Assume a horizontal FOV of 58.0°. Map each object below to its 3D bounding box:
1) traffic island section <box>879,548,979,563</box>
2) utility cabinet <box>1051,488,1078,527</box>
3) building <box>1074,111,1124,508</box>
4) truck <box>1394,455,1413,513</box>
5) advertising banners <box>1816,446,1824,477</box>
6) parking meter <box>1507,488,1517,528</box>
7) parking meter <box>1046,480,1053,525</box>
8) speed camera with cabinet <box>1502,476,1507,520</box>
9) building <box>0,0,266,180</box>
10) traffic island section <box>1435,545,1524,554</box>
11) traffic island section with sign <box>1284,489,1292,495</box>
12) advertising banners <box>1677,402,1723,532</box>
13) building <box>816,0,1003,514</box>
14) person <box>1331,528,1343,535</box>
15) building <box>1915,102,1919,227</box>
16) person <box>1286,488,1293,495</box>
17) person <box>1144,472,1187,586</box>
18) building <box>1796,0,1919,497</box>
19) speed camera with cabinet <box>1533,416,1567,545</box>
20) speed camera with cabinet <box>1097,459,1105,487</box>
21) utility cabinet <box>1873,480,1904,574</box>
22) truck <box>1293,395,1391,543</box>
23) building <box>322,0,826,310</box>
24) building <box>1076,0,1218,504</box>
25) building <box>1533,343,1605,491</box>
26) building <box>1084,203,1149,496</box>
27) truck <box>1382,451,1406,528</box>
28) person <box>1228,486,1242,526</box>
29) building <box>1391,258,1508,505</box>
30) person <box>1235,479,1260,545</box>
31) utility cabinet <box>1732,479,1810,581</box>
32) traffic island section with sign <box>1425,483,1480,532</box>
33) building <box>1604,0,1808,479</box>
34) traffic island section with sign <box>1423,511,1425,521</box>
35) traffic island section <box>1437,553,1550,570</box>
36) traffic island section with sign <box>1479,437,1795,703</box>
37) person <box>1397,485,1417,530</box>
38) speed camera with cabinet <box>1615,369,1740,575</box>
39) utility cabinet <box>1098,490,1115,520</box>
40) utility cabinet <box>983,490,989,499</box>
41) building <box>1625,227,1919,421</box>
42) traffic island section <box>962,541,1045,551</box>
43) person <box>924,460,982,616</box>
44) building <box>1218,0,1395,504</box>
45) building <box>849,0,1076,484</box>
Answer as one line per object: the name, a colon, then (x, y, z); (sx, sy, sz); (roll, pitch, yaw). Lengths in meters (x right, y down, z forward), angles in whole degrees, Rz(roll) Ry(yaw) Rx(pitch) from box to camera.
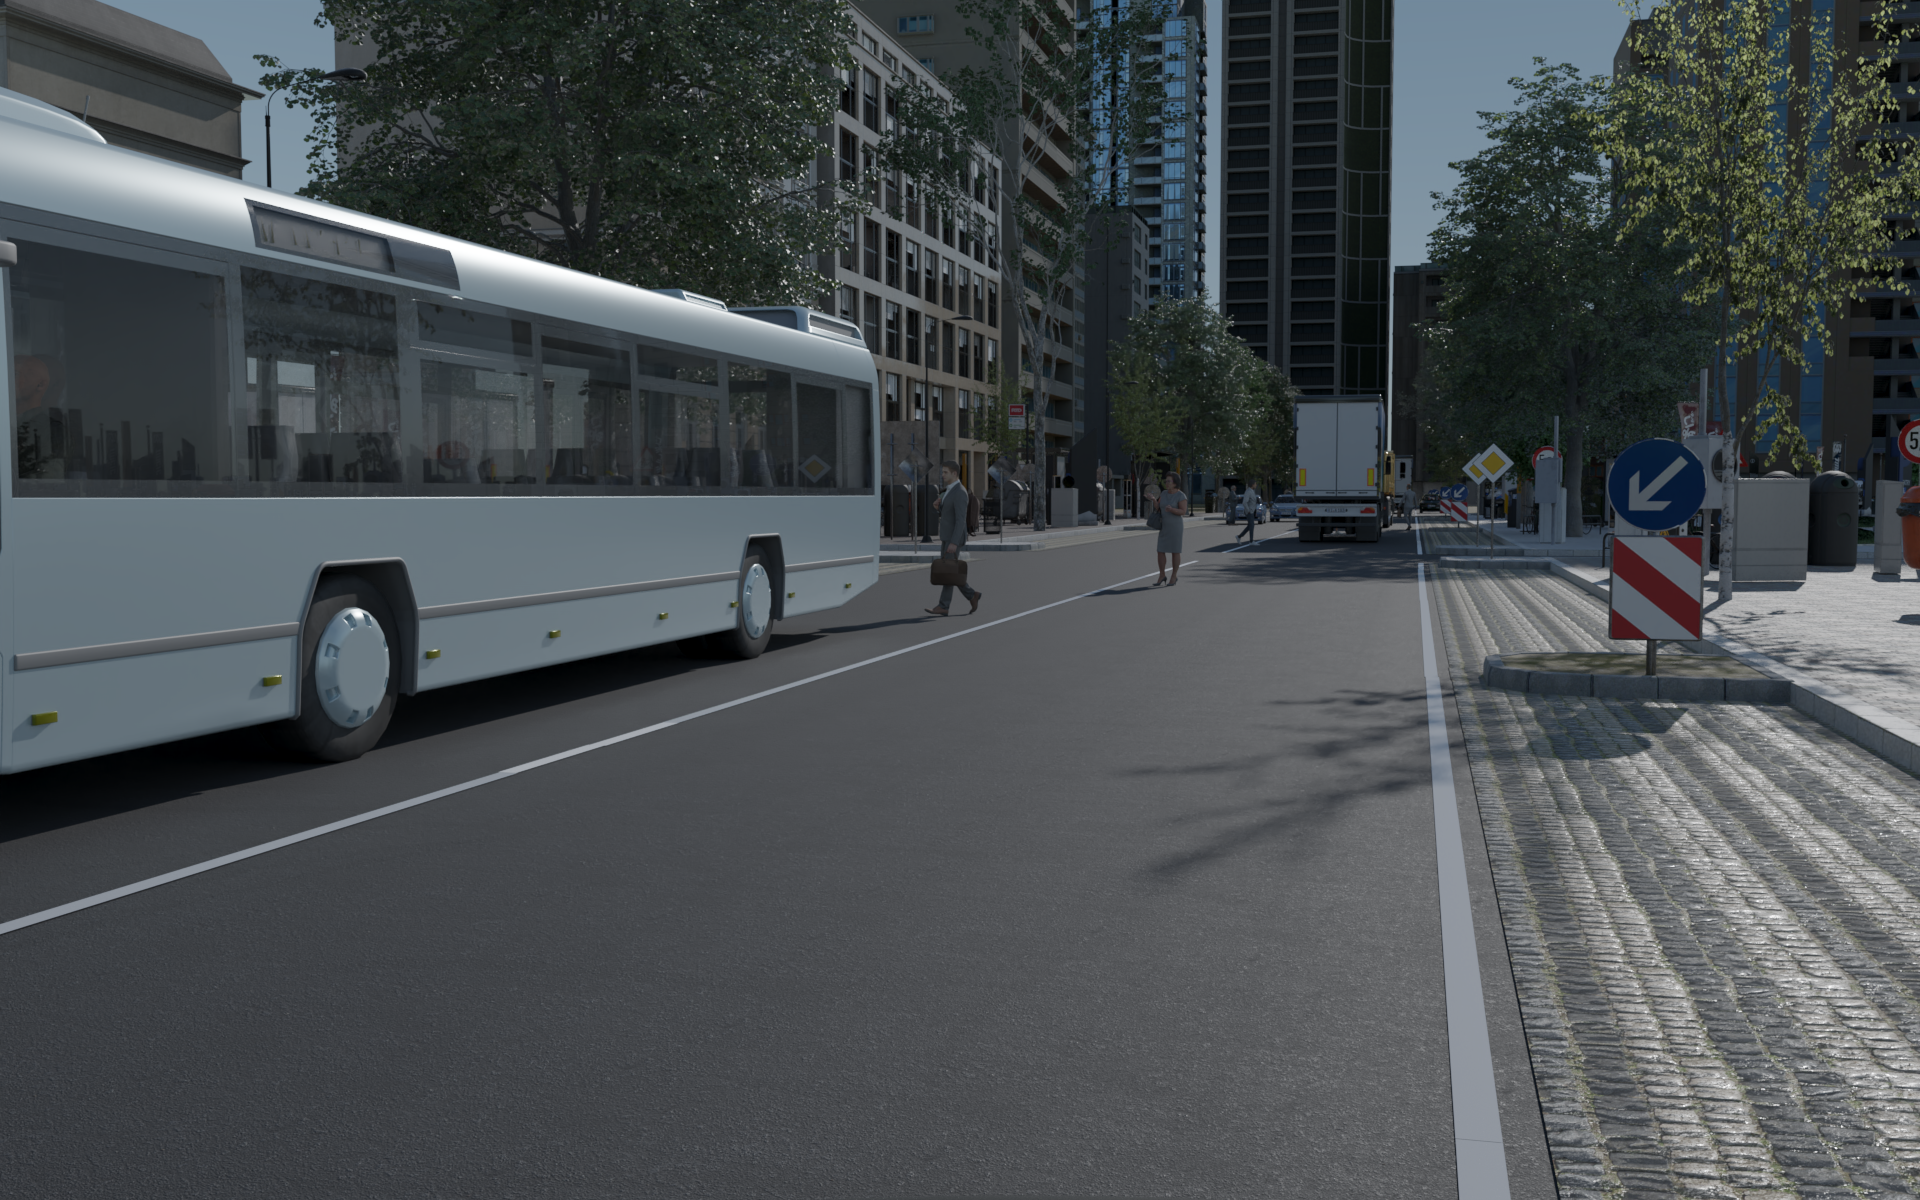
traffic island section: (-0.973, -0.915, 37.246); (2.009, 0.180, 2.903); (1, 4, 15)
utility cabinet: (4.017, -3.530, 66.387); (0.318, 1.500, 1.173); (-3, 5, -41)
building: (-1.789, -28.526, 158.283); (32.217, 40.220, 23.993); (1, 4, 15)
truck: (32.993, -8.719, 131.463); (2.839, 4.237, 11.283); (1, 4, 14)
advertising banners: (30.938, -4.097, 63.168); (2.074, 3.025, 0.090); (-2, 4, -35)
parking meter: (21.037, -3.518, 65.931); (0.372, 1.533, 0.369); (0, 3, 0)
parking meter: (3.746, -4.028, 71.571); (0.255, 1.863, 0.399); (-1, 4, -16)
speed camera with cabinet: (27.393, -5.488, 84.067); (2.038, 3.252, 0.660); (1, 4, 10)
building: (-50.360, -15.144, 80.890); (30.059, 22.955, 16.112); (1, 4, 15)
traffic island section: (12.555, -1.204, 41.962); (2.009, 0.180, 2.903); (1, 4, 15)
traffic island section with sign: (27.221, -8.249, 143.495); (1.989, 1.847, 2.006); (1, 4, 15)
advertising banners: (14.572, -2.266, 33.236); (2.074, 3.025, 0.090); (-1, 4, -18)
building: (-10.871, -18.097, 100.395); (19.350, 26.468, 34.151); (1, 4, 15)
person: (13.304, -3.239, 61.437); (0.573, 1.828, 0.580); (2, 4, 35)
building: (86.411, -43.649, 151.909); (20.611, 71.187, 20.563); (1, 4, 15)
person: (21.658, -6.479, 114.214); (0.659, 1.850, 0.755); (0, 4, -6)
person: (3.175, -1.115, 27.087); (0.716, 1.782, 0.532); (3, 5, 44)
building: (56.712, -28.657, 118.659); (14.600, 45.320, 14.200); (1, 4, 15)
speed camera with cabinet: (15.226, -3.077, 44.638); (0.660, 3.252, 2.038); (2, 4, 25)
speed camera with cabinet: (7.221, -6.375, 98.567); (2.038, 3.252, 0.660); (2, 4, 30)
utility cabinet: (15.025, -1.182, 28.007); (0.318, 1.500, 1.173); (1, 4, 23)
truck: (12.076, -4.015, 54.553); (2.839, 4.237, 11.283); (1, 4, 14)
building: (-15.052, -17.574, 73.235); (13.634, 28.700, 20.117); (1, 4, 15)
building: (19.237, -55.931, 227.138); (31.000, 86.520, 22.319); (1, 4, 15)
building: (83.316, -22.722, 216.543); (28.899, 21.520, 27.650); (1, 4, 15)
building: (11.743, -24.756, 176.458); (14.107, 30.474, 14.160); (1, 4, 15)
truck: (17.799, -4.927, 76.477); (3.469, 3.379, 9.791); (1, 4, 16)
person: (12.438, -4.264, 78.397); (0.590, 1.801, 0.661); (0, 4, -2)
building: (60.789, -27.126, 215.213); (14.107, 30.474, 14.160); (1, 4, 15)
person: (8.051, -2.456, 48.509); (0.795, 1.843, 0.661); (2, 4, 29)
utility cabinet: (11.757, -1.015, 25.279); (1.173, 1.500, 0.318); (-1, 4, -12)
traffic island section with sign: (18.819, -3.494, 65.755); (1.989, 1.847, 2.006); (1, 4, 15)
building: (68.067, -31.196, 160.159); (14.600, 45.320, 14.200); (1, 4, 15)
traffic island section with sign: (25.672, -5.095, 91.931); (1.989, 1.847, 2.006); (1, 4, 15)
traffic island section: (10.530, -0.731, 34.237); (2.009, 0.180, 2.903); (1, 4, 15)
traffic island section with sign: (4.987, -0.265, 12.967); (1.989, 1.847, 2.006); (1, 4, 15)
person: (17.978, -3.725, 69.519); (0.709, 1.813, 0.853); (-1, 4, -21)
speed camera with cabinet: (11.191, -1.997, 26.985); (2.038, 3.252, 0.660); (-2, 4, -24)
utility cabinet: (6.949, -4.636, 84.477); (1.173, 1.500, 0.318); (1, 4, 16)
utility cabinet: (1.980, -5.971, 106.311); (1.173, 1.500, 0.318); (0, 4, -2)
building: (69.317, -17.938, 138.327); (27.650, 21.520, 28.899); (1, 4, 15)
traffic island section: (1.052, -1.388, 44.971); (2.009, 0.180, 2.903); (1, 4, 15)
person: (-0.050, -0.732, 20.436); (0.822, 1.834, 0.622); (-2, 4, -25)
building: (44.493, -47.911, 221.604); (20.611, 71.187, 20.563); (1, 4, 15)
building: (-3.500, -31.242, 134.507); (21.300, 48.544, 21.600); (1, 4, 15)
